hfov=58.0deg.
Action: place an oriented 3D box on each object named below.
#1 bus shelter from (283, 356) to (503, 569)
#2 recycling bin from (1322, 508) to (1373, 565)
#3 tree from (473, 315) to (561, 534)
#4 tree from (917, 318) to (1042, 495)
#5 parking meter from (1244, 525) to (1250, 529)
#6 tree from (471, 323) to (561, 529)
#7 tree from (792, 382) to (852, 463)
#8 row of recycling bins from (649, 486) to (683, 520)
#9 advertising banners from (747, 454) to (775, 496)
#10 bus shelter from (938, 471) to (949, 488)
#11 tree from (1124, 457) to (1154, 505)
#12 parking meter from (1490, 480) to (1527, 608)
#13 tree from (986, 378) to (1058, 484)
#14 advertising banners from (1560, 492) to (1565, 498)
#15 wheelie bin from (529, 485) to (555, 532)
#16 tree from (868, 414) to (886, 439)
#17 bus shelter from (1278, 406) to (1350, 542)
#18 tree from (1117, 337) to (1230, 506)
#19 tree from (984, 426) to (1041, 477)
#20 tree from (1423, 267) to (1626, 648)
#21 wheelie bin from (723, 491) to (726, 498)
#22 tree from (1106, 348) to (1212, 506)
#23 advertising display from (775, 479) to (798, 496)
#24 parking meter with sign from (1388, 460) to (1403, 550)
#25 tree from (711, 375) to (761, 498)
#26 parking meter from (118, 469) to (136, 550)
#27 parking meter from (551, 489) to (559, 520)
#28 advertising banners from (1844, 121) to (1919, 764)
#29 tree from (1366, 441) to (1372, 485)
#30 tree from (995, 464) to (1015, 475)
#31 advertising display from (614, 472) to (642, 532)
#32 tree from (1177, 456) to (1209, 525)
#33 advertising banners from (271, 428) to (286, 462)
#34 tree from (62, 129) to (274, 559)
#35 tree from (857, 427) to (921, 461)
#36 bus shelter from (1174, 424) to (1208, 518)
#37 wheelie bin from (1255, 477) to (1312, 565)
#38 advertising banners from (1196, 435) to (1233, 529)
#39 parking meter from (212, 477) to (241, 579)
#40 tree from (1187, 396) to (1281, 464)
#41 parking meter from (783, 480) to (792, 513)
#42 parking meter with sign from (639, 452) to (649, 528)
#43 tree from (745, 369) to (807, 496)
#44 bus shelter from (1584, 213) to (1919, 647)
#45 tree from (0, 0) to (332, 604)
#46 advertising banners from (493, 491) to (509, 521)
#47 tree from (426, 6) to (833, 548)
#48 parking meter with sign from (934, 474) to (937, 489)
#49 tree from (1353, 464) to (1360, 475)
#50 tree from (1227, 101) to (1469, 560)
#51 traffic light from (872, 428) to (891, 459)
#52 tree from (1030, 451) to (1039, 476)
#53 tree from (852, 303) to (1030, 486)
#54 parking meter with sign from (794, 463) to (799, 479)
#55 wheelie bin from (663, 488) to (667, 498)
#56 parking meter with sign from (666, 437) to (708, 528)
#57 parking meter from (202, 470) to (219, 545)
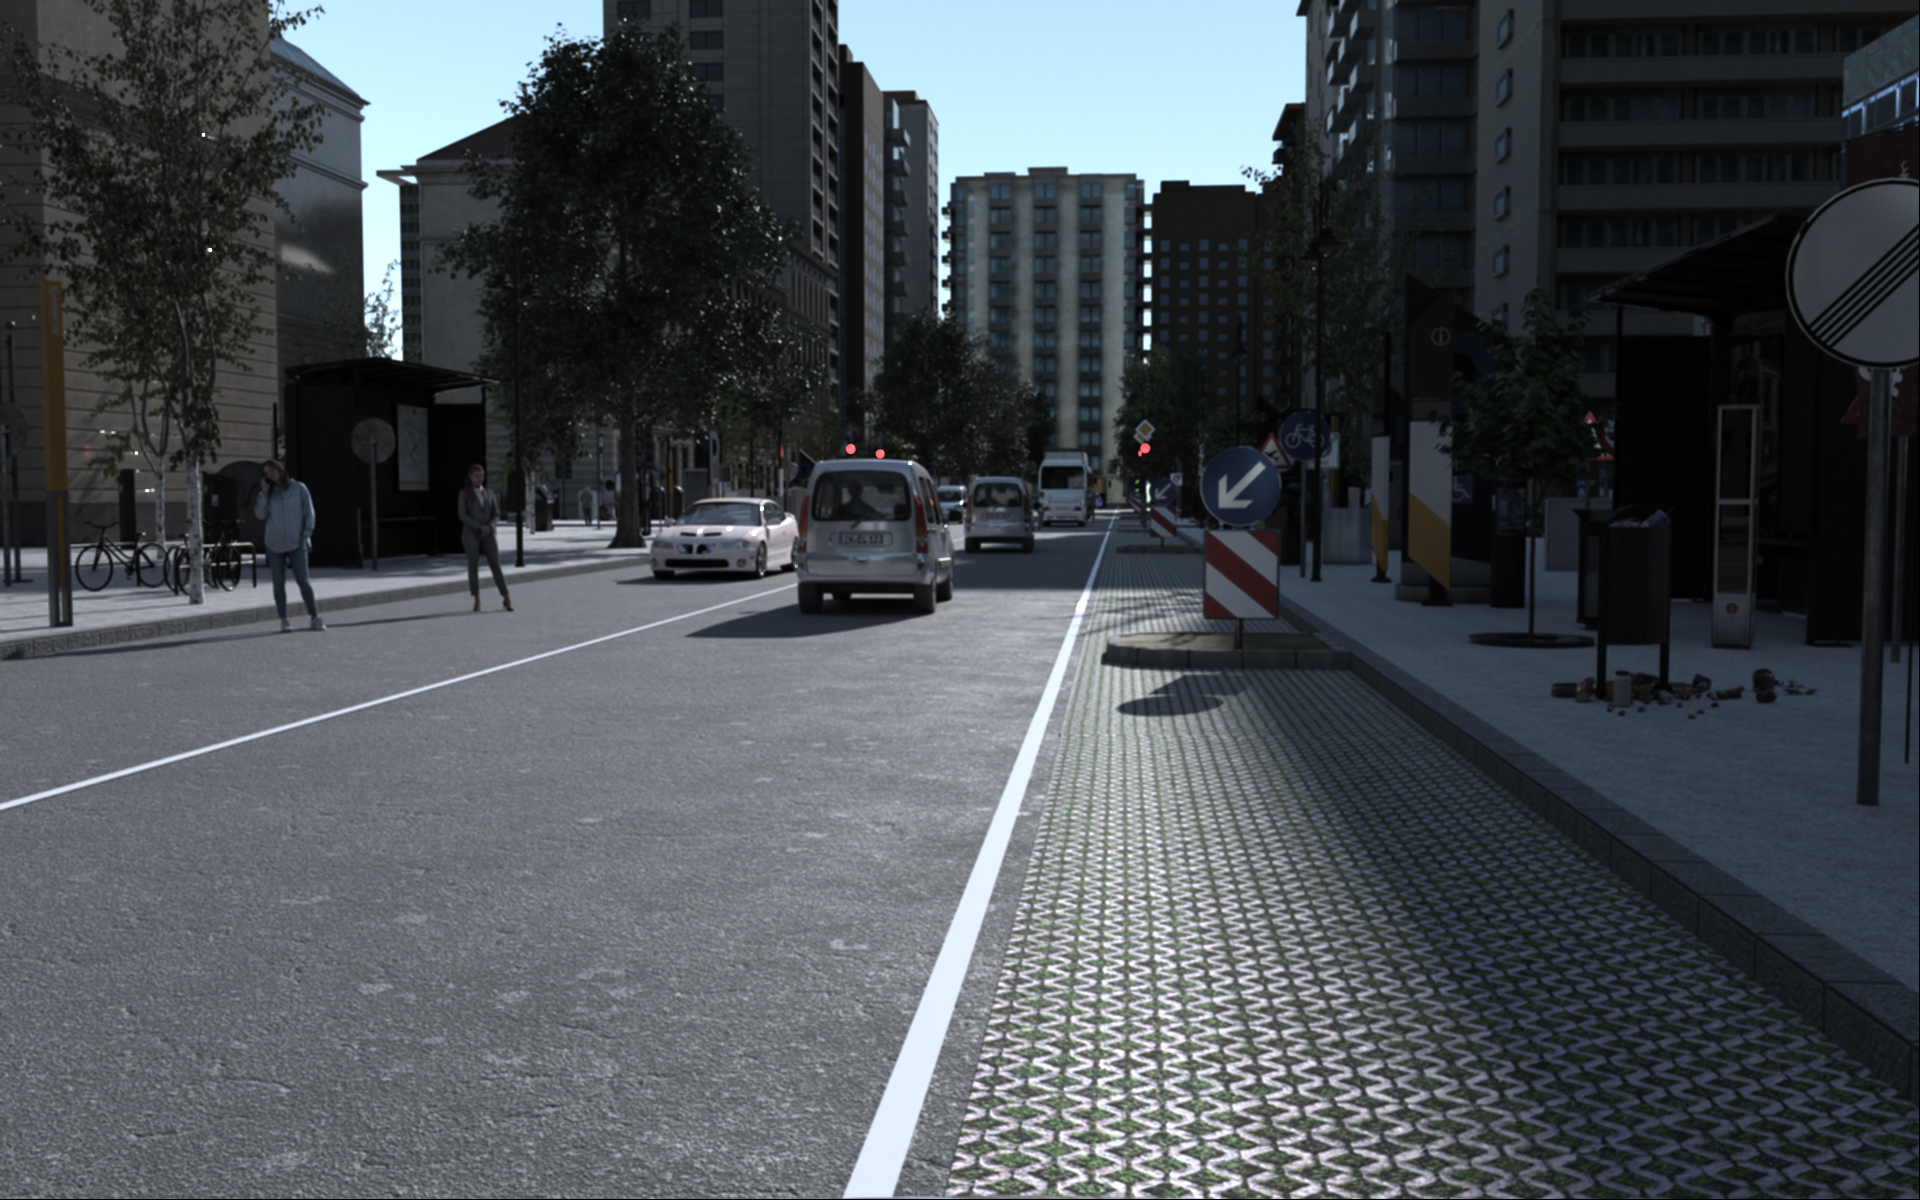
[{"bbox_3d":[-10.517,-2.534,32.716,1.731,3.624,6.357,0,4,5],"label":"bus shelter"},{"bbox_3d":[7.115,-1.176,31.786,0.722,1.027,0.722,2,4,34],"label":"recycling bin"},{"bbox_3d":[-13.663,-6.421,55.353,4.737,8.622,4.395,0,3,0],"label":"tree"},{"bbox_3d":[0.484,-12.830,120.132,12.009,13.543,11.850,0,3,0],"label":"tree"},{"bbox_3d":[10.250,-3.469,62.428,0.399,1.863,0.255,-1,4,-17],"label":"parking meter"},{"bbox_3d":[-15.820,-6.958,64.131,4.360,8.622,3.978,0,3,0],"label":"tree"},{"bbox_3d":[-8.913,-9.999,113.841,4.737,8.622,4.395,0,3,0],"label":"tree"},{"bbox_3d":[-14.677,-4.848,86.380,3.534,1.692,1.069,-2,4,-26],"label":"row of recycling bins"},{"bbox_3d":[-8.491,-4.893,76.188,2.074,3.025,0.090,-3,4,-38],"label":"advertising banners"},{"bbox_3d":[-0.717,-8.612,134.736,2.014,3.302,5.546,0,4,5],"label":"bus shelter"},{"bbox_3d":[23.085,-16.852,209.937,7.601,10.594,8.767,0,4,-3],"label":"tree"},{"bbox_3d":[6.198,-0.682,19.561,0.372,1.533,0.369,0,3,0],"label":"parking meter"},{"bbox_3d":[6.253,-17.328,189.966,9.857,13.997,8.962,0,3,0],"label":"tree"},{"bbox_3d":[28.573,-5.226,81.634,2.074,3.025,0.090,3,5,39],"label":"advertising banners"},{"bbox_3d":[-14.398,-3.160,59.571,0.693,1.594,0.980,1,4,11],"label":"wheelie bin"},{"bbox_3d":[-5.691,-11.899,144.902,4.360,8.622,3.978,0,3,0],"label":"tree"},{"bbox_3d":[9.924,-3.557,49.443,1.731,3.624,6.357,0,4,5],"label":"bus shelter"},{"bbox_3d":[14.273,-11.643,116.112,9.928,11.665,9.643,0,3,0],"label":"tree"},{"bbox_3d":[6.767,-16.395,202.467,7.601,10.594,8.767,1,4,21],"label":"tree"},{"bbox_3d":[5.035,-1.240,14.868,1.663,3.219,1.824,0,3,0],"label":"tree"},{"bbox_3d":[-11.902,-4.733,85.297,0.693,1.594,0.980,-1,4,-18],"label":"wheelie bin"},{"bbox_3d":[15.873,-13.369,135.588,9.611,12.733,9.660,0,3,0],"label":"tree"},{"bbox_3d":[-7.465,-4.240,74.542,0.974,1.923,0.123,-1,4,-9],"label":"advertising display"},{"bbox_3d":[9.940,-2.654,39.653,1.738,3.016,0.543,3,5,42],"label":"parking meter with sign"},{"bbox_3d":[-13.073,-8.979,97.170,4.737,8.622,4.395,0,3,0],"label":"tree"},{"bbox_3d":[-19.334,-2.110,40.214,0.255,1.863,0.399,-3,5,-44],"label":"parking meter"},{"bbox_3d":[-20.343,-4.812,87.093,0.372,1.533,0.369,0,3,0],"label":"parking meter"},{"bbox_3d":[4.642,-0.702,7.658,0.090,3.025,2.074,-1,4,-14],"label":"advertising banners"},{"bbox_3d":[21.629,-6.260,86.065,4.285,4.588,4.351,0,3,0],"label":"tree"},{"bbox_3d":[4.434,-13.536,171.680,4.737,8.622,4.395,0,3,0],"label":"tree"},{"bbox_3d":[-9.650,-2.764,50.401,0.974,1.923,0.123,2,4,32],"label":"advertising display"},{"bbox_3d":[10.845,-5.072,77.535,1.663,3.219,1.824,0,3,0],"label":"tree"},{"bbox_3d":[-18.649,-3.029,45.716,2.074,3.025,0.090,0,4,2],"label":"advertising banners"},{"bbox_3d":[-15.834,-5.132,34.267,4.737,8.622,4.395,0,3,0],"label":"tree"},{"bbox_3d":[-3.616,-6.203,85.126,4.285,4.588,4.351,0,3,0],"label":"tree"},{"bbox_3d":[12.928,-7.215,95.603,2.179,5.291,8.768,0,4,5],"label":"bus shelter"},{"bbox_3d":[5.942,-1.433,31.339,0.980,1.594,0.693,-3,4,-37],"label":"wheelie bin"},{"bbox_3d":[7.543,-3.368,51.251,0.090,3.025,2.074,-2,4,-24],"label":"advertising banners"},{"bbox_3d":[-11.146,-1.094,26.300,0.372,1.533,0.369,0,3,0],"label":"parking meter"},{"bbox_3d":[9.354,-4.560,58.275,4.285,4.588,4.351,0,3,0],"label":"tree"},{"bbox_3d":[-6.701,-3.742,66.901,0.399,1.863,0.255,3,4,37],"label":"parking meter"},{"bbox_3d":[-12.197,-4.281,66.256,0.543,3.016,1.738,0,4,3],"label":"parking meter with sign"},{"bbox_3d":[-11.112,-9.268,101.899,4.360,8.622,3.978,0,3,0],"label":"tree"},{"bbox_3d":[7.969,-1.605,17.520,1.731,3.624,6.357,0,4,5],"label":"bus shelter"},{"bbox_3d":[-9.074,-4.247,19.801,4.360,8.622,3.978,0,3,0],"label":"tree"},{"bbox_3d":[-22.735,-5.353,83.706,2.074,3.025,0.090,-1,4,-10],"label":"advertising banners"},{"bbox_3d":[-7.955,-7.603,41.314,9.611,12.733,9.660,0,3,0],"label":"tree"},{"bbox_3d":[-1.235,-8.890,141.610,1.738,3.016,0.543,-1,4,-18],"label":"parking meter with sign"},{"bbox_3d":[21.201,-6.052,93.558,1.663,3.219,1.824,0,3,0],"label":"tree"},{"bbox_3d":[7.293,-5.064,33.163,4.737,8.622,4.395,0,3,0],"label":"tree"},{"bbox_3d":[-3.332,-5.180,73.619,0.839,4.253,0.868,0,4,5],"label":"traffic light"},{"bbox_3d":[1.992,-14.153,148.404,9.611,12.733,9.660,0,3,0],"label":"tree"},{"bbox_3d":[-1.905,-11.428,103.858,9.611,12.733,9.660,0,3,0],"label":"tree"},{"bbox_3d":[-9.483,-6.193,97.519,0.543,3.016,1.738,-1,4,-16],"label":"parking meter with sign"},{"bbox_3d":[-15.916,-5.118,91.595,0.980,1.594,0.693,-1,4,-18],"label":"wheelie bin"},{"bbox_3d":[-7.829,-3.373,51.414,1.738,3.016,0.543,-1,4,-12],"label":"parking meter with sign"},{"bbox_3d":[-18.058,-2.207,41.797,0.399,1.863,0.255,3,5,41],"label":"parking meter"}]
